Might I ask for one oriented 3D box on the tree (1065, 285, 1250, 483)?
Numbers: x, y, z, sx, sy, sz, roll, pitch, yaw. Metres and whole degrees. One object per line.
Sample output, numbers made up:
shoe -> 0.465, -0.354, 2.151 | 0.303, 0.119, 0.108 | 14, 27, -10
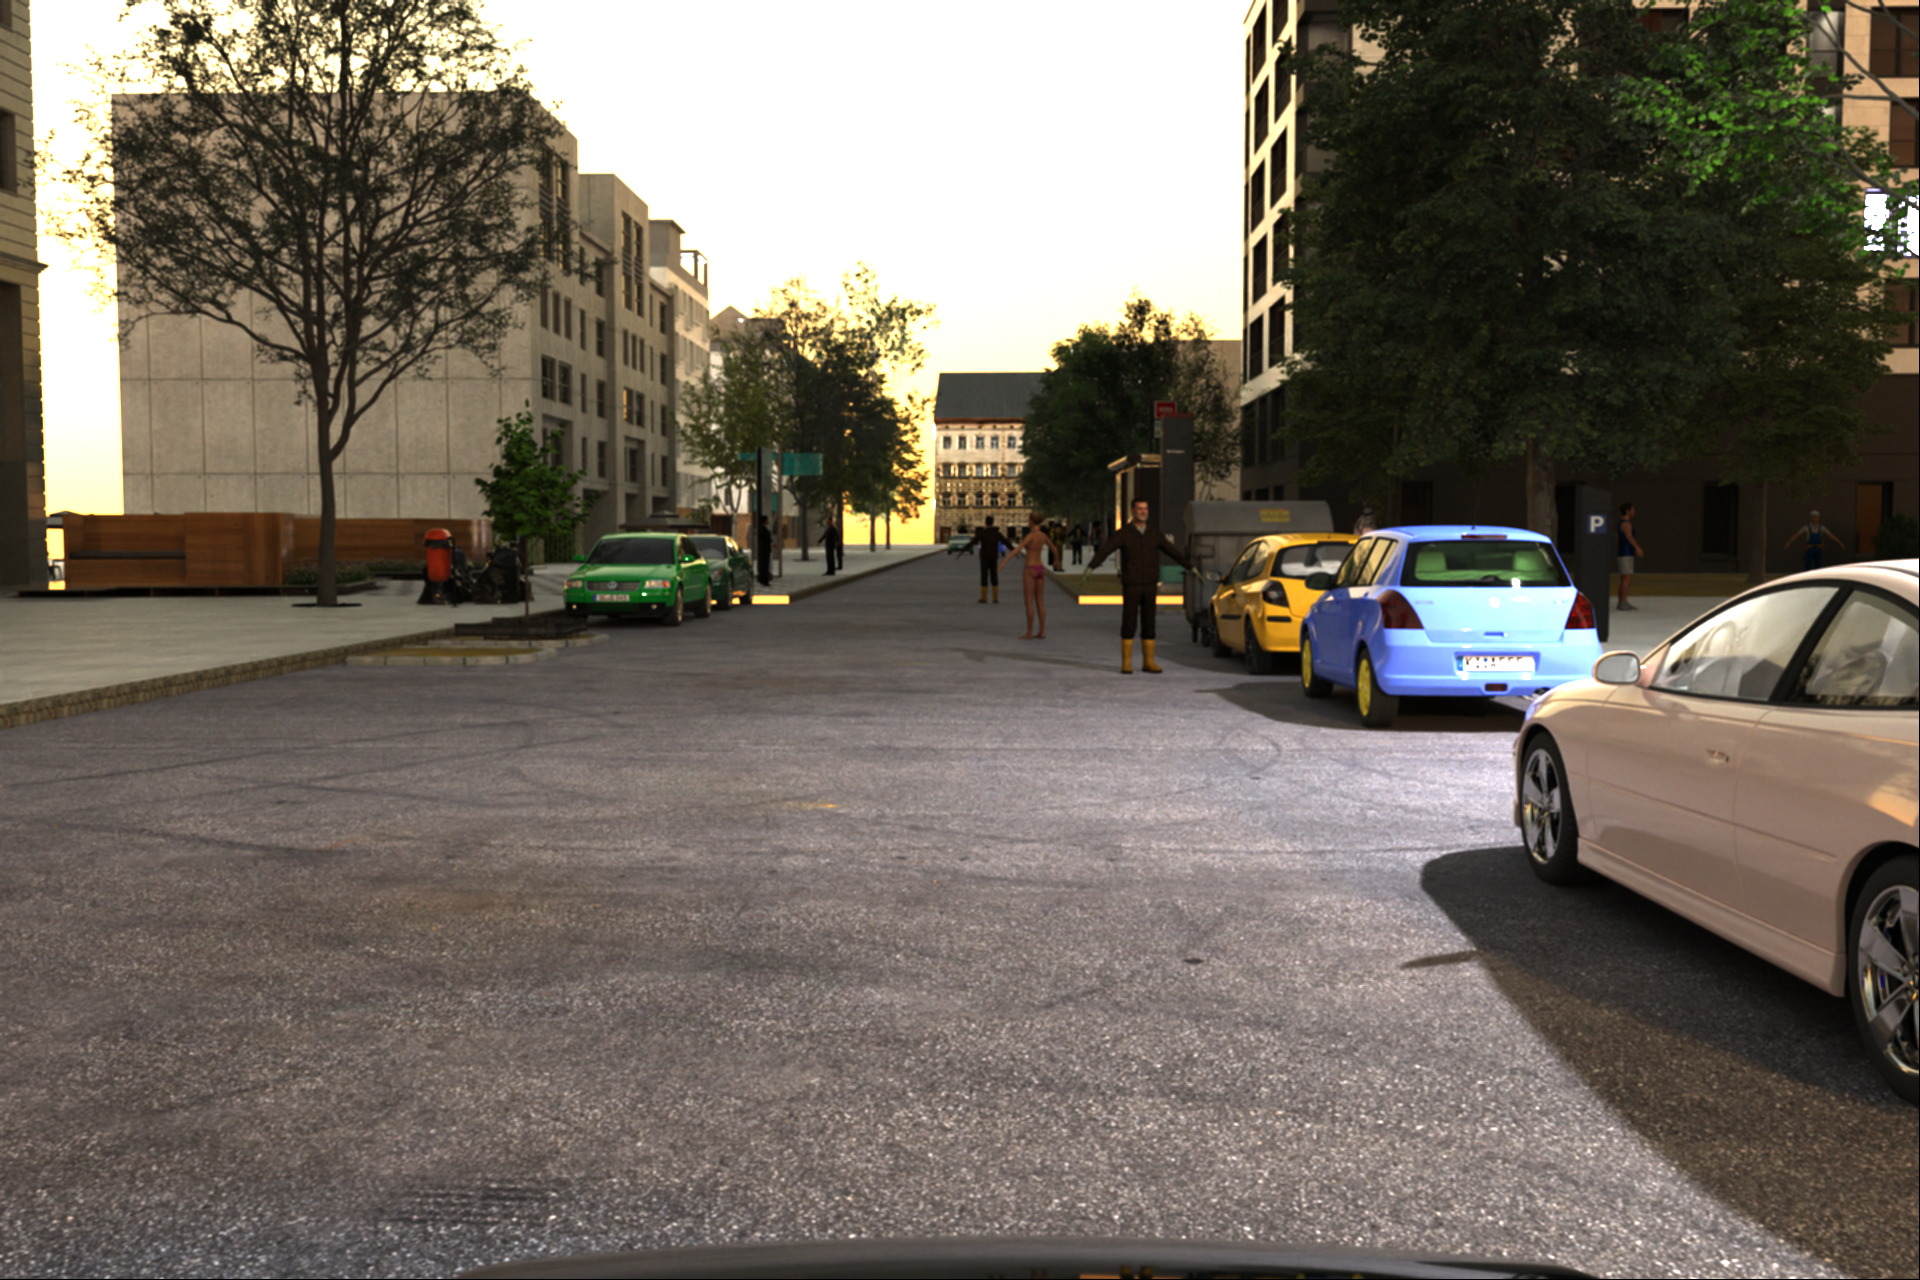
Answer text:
tree -> 7.411, -8.012, 65.405 | 7.601, 10.594, 8.767 | 1, 4, 10

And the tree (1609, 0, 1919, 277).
tree -> 9.402, -5.449, 14.843 | 9.928, 11.665, 9.643 | 0, 3, 0

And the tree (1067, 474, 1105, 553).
tree -> 8.810, -10.215, 117.374 | 4.737, 8.622, 4.395 | 0, 3, 0

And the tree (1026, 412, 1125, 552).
tree -> 8.803, -11.759, 126.666 | 8.767, 10.594, 7.601 | -2, 4, -26

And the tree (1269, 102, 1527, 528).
tree -> 11.551, -7.716, 44.284 | 7.486, 12.596, 7.792 | 0, 3, 0

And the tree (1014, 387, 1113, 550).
tree -> 8.902, -14.400, 142.099 | 9.857, 13.997, 8.962 | 0, 3, 0

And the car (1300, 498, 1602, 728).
car -> 3.846, -0.275, 14.091 | 1.945, 1.707, 3.694 | 0, 4, 1

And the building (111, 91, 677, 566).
building -> -25.267, -13.390, 85.385 | 16.747, 18.905, 31.486 | 0, 4, 1

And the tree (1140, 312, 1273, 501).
tree -> 7.674, -6.584, 58.008 | 4.360, 8.622, 3.978 | 0, 3, 0

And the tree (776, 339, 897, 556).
tree -> -7.153, -11.177, 100.872 | 7.486, 12.596, 7.792 | 0, 3, 0

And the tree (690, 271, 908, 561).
tree -> -7.480, -10.489, 81.868 | 12.009, 13.543, 11.850 | 0, 3, 0

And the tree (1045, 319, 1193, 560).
tree -> 7.753, -9.732, 84.880 | 9.928, 11.665, 9.643 | 0, 3, 0

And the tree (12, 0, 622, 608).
tree -> -11.066, -7.334, 30.284 | 12.009, 13.543, 11.850 | 0, 3, 0

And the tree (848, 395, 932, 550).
tree -> -6.321, -13.697, 142.070 | 7.486, 12.596, 7.792 | 0, 3, 0

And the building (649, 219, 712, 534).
building -> -22.203, -15.231, 105.453 | 16.016, 20.090, 11.380 | 0, 4, 1

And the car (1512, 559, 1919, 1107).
car -> 3.300, 0.410, 5.660 | 2.083, 1.381, 4.827 | 0, 4, 0

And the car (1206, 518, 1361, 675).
car -> 3.782, -0.537, 19.004 | 2.015, 1.641, 3.980 | 0, 4, 0

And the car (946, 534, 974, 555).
car -> 0.053, -6.780, 122.647 | 2.131, 1.459, 4.920 | 0, 4, 1

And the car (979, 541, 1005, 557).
car -> 2.079, -6.242, 111.655 | 1.945, 1.707, 3.694 | 0, 4, 1

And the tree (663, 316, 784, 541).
tree -> -7.783, -6.637, 58.883 | 4.737, 8.622, 4.395 | 0, 3, 0

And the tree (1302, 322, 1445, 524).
tree -> 12.226, -6.145, 50.828 | 4.737, 8.622, 4.395 | 0, 3, 0

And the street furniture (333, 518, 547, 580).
street furniture -> -16.625, -2.669, 50.492 | 11.010, 1.723, 9.812 | 1, 4, 10

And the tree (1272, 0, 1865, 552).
tree -> 10.005, -7.508, 29.411 | 9.857, 13.997, 8.962 | 0, 3, 0

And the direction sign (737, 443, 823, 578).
direction sign -> -5.279, -3.834, 51.441 | 2.525, 3.948, 1.411 | 0, 4, 1

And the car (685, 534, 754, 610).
car -> -5.192, -1.364, 34.103 | 2.131, 1.459, 4.920 | 0, 4, 1

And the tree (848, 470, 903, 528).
tree -> -11.046, -19.018, 229.065 | 7.486, 12.596, 7.792 | 0, 3, 0

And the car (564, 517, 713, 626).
car -> -5.203, -1.195, 28.336 | 1.959, 1.807, 4.718 | 0, 4, 1

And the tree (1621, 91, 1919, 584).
tree -> 20.807, -7.763, 45.050 | 7.486, 12.596, 7.792 | 0, 3, 0

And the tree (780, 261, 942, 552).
tree -> -7.274, -16.337, 122.992 | 12.611, 20.169, 13.585 | 0, 3, 0

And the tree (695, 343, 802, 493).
tree -> -7.814, -7.077, 66.072 | 4.737, 8.622, 4.395 | 0, 3, 0

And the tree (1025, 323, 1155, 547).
tree -> 8.566, -12.044, 103.569 | 9.857, 13.997, 8.962 | 0, 3, 0

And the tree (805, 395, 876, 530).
tree -> -6.796, -8.699, 92.597 | 4.737, 8.622, 4.395 | 0, 3, 0

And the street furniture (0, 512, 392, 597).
street furniture -> -15.701, -1.968, 39.033 | 9.812, 1.723, 11.010 | -1, 4, -10
